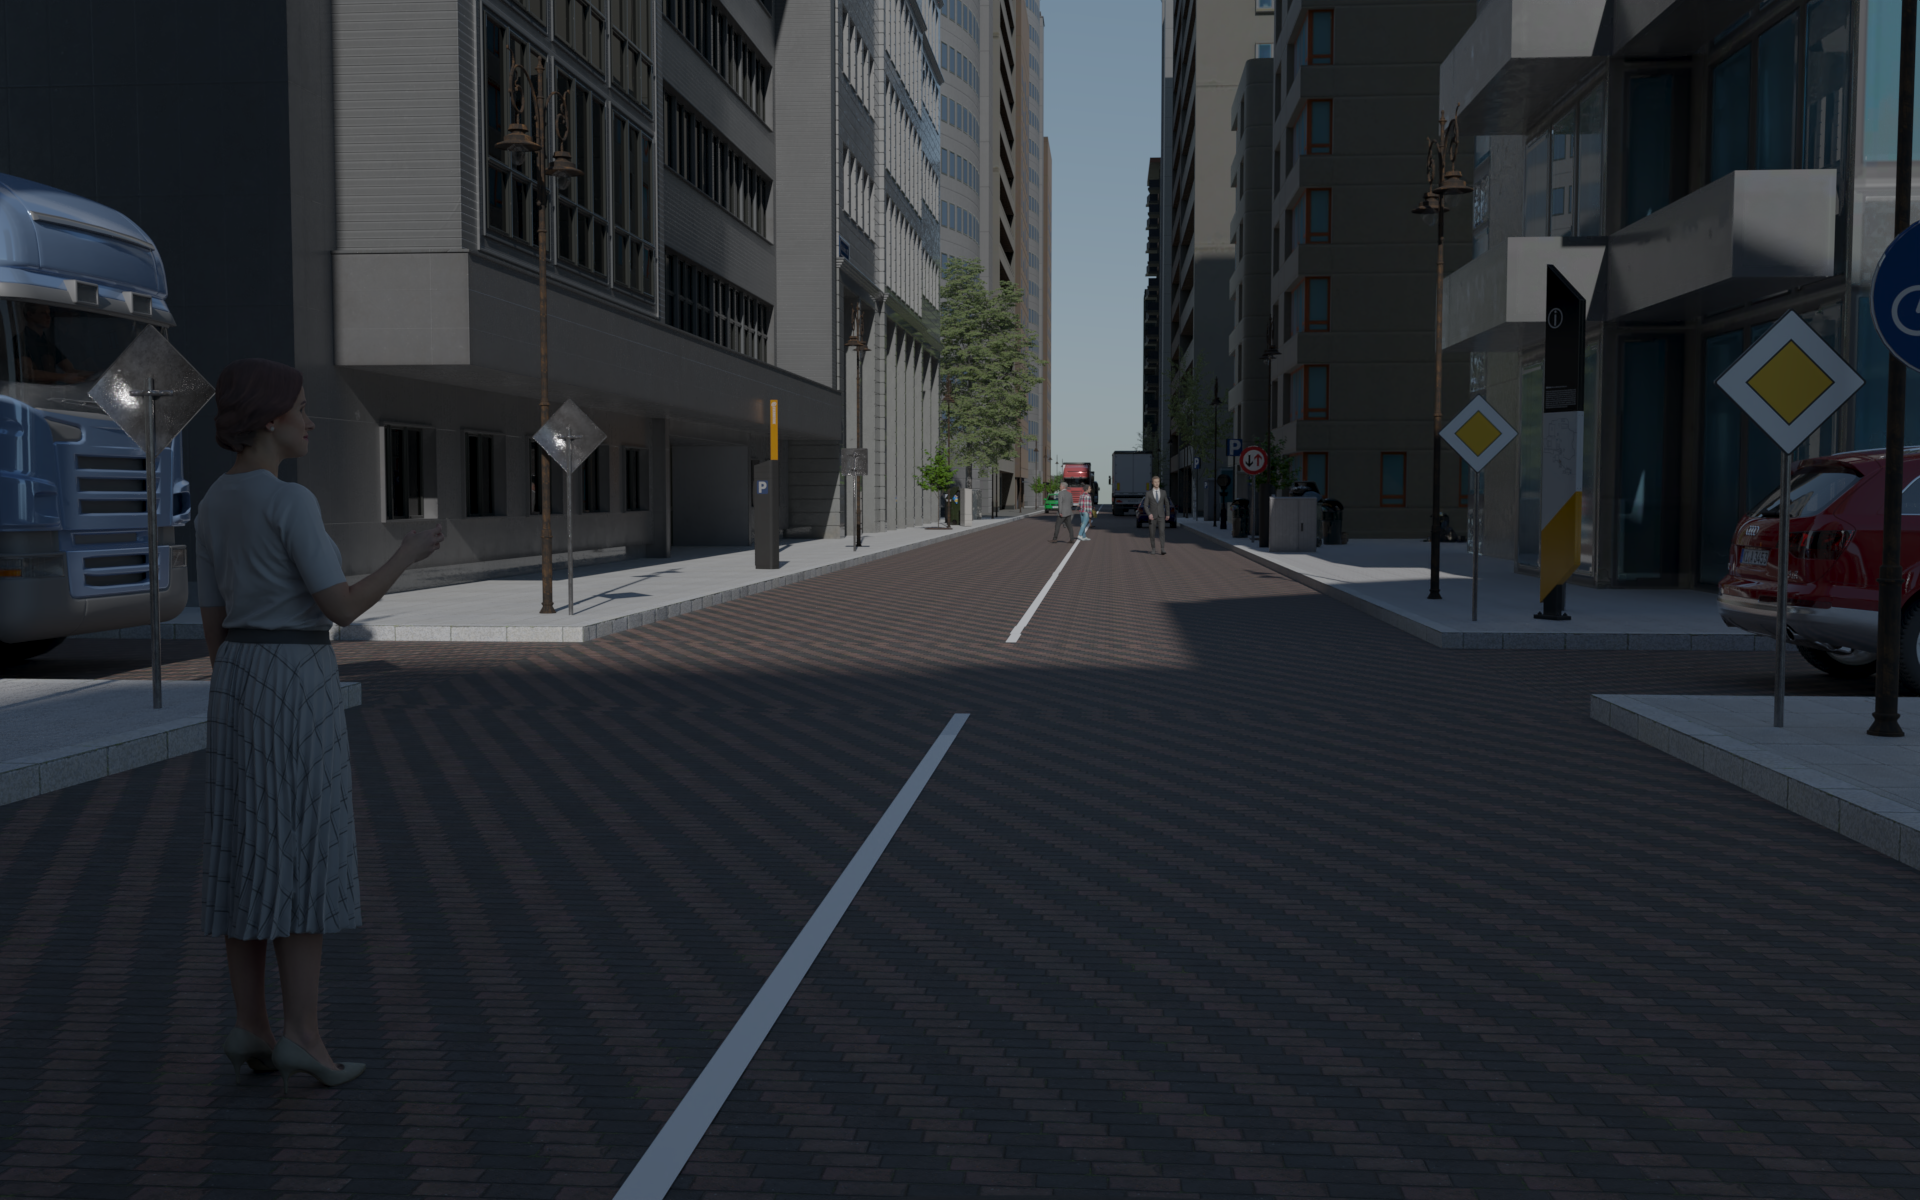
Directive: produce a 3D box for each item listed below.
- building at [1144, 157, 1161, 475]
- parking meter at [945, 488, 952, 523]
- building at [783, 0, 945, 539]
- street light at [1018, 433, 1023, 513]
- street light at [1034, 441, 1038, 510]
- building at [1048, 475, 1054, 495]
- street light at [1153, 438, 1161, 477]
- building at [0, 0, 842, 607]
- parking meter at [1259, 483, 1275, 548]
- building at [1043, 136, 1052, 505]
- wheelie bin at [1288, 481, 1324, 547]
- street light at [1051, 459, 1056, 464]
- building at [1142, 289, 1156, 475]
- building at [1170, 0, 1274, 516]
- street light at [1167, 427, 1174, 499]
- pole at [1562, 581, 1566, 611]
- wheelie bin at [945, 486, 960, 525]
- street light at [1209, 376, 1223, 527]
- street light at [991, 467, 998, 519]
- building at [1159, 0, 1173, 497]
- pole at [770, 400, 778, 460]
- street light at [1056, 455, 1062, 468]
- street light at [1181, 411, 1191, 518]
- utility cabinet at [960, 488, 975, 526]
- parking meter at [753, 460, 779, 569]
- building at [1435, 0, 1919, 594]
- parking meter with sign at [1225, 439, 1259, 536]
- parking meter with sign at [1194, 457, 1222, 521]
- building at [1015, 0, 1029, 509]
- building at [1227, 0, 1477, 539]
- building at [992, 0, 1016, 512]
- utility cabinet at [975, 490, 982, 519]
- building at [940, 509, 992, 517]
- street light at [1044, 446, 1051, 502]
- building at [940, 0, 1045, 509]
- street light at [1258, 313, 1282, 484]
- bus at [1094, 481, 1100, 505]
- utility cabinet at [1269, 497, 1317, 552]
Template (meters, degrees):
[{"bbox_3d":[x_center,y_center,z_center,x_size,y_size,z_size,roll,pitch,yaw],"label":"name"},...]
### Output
[{"bbox_3d":[34.797,-34.627,220.768,22.147,44.769,28.867,0,4,5],"label":"building"},{"bbox_3d":[-0.481,-4.132,75.977,0.372,1.533,0.369,0,3,0],"label":"parking meter"},{"bbox_3d":[-7.515,-17.495,63.543,11.434,29.767,29.804,0,4,5],"label":"building"},{"bbox_3d":[4.156,-8.935,118.879,0.468,5.910,1.993,0,4,5],"label":"street light"},{"bbox_3d":[6.267,-10.384,142.560,0.468,5.910,1.993,0,4,5],"label":"street light"},{"bbox_3d":[2.229,-48.399,229.571,20.563,71.187,20.611,0,4,5],"label":"building"},{"bbox_3d":[16.430,-10.434,143.388,0.468,5.910,1.993,0,4,5],"label":"street light"},{"bbox_3d":[-11.613,-13.150,34.065,14.314,24.678,30.058,0,4,5],"label":"building"},{"bbox_3d":[7.378,-2.029,41.587,0.372,1.533,0.369,0,3,0],"label":"parking meter"},{"bbox_3d":[4.092,-34.413,212.762,14.600,45.320,14.200,0,4,5],"label":"building"},{"bbox_3d":[8.342,-2.075,41.838,0.693,1.594,0.980,-3,5,-39],"label":"wheelie bin"},{"bbox_3d":[9.294,-12.550,177.976,0.468,5.910,1.993,0,4,5],"label":"street light"},{"bbox_3d":[32.648,-28.821,242.916,14.160,30.474,14.107,0,4,5],"label":"building"},{"bbox_3d":[26.632,-30.789,127.100,21.300,48.544,21.600,0,4,5],"label":"building"},{"bbox_3d":[14.545,-8.996,119.866,0.468,5.910,1.993,0,4,5],"label":"street light"},{"bbox_3d":[6.592,-1.539,19.009,0.158,3.312,0.155,0,3,0],"label":"pole"},{"bbox_3d":[-0.185,-3.881,71.360,0.693,1.594,0.980,-1,4,-23],"label":"wheelie bin"},{"bbox_3d":[10.039,-5.825,68.024,0.468,5.910,1.993,0,4,5],"label":"street light"},{"bbox_3d":[2.003,-7.459,94.745,0.468,5.910,1.993,0,4,5],"label":"street light"},{"bbox_3d":[32.734,-39.749,191.896,21.231,58.520,28.212,0,4,5],"label":"building"},{"bbox_3d":[-4.033,-2.678,37.633,0.158,3.312,0.155,0,3,0],"label":"pole"},{"bbox_3d":[11.291,-13.996,201.615,0.468,5.910,1.993,0,4,5],"label":"street light"},{"bbox_3d":[12.481,-7.550,96.237,0.468,5.910,1.993,0,4,5],"label":"street light"},{"bbox_3d":[0.256,-3.680,68.852,0.318,1.500,1.173,-1,4,-8],"label":"utility cabinet"},{"bbox_3d":[-3.310,-1.460,29.581,0.399,1.863,0.255,2,4,28],"label":"parking meter"},{"bbox_3d":[22.897,-24.816,25.351,30.456,49.044,23.786,0,4,5],"label":"building"},{"bbox_3d":[8.946,-3.528,53.949,0.543,3.016,1.738,-1,4,-21],"label":"parking meter with sign"},{"bbox_3d":[12.007,-5.265,82.341,1.738,3.016,0.543,-1,4,-21],"label":"parking meter with sign"},{"bbox_3d":[-1.244,-30.610,150.583,14.600,45.320,14.200,0,4,5],"label":"building"},{"bbox_3d":[24.667,-13.294,62.391,27.650,21.520,28.899,0,4,5],"label":"building"},{"bbox_3d":[-6.984,-31.112,132.389,21.300,48.544,21.600,0,4,5],"label":"building"},{"bbox_3d":[0.623,-4.798,87.122,0.318,1.500,1.173,-2,4,-34],"label":"utility cabinet"},{"bbox_3d":[-9.372,-34.577,107.338,21.231,58.520,28.212,0,4,5],"label":"building"},{"bbox_3d":[8.203,-11.832,166.242,0.468,5.910,1.993,0,4,5],"label":"street light"},{"bbox_3d":[-1.819,-39.732,191.623,21.231,58.520,28.212,0,4,5],"label":"building"},{"bbox_3d":[7.950,-4.387,44.519,0.468,5.910,1.993,0,4,5],"label":"street light"},{"bbox_3d":[17.816,-14.915,238.712,2.948,3.499,13.247,0,4,5],"label":"bus"},{"bbox_3d":[7.377,-1.665,38.378,1.020,1.237,0.306,0,4,8],"label":"utility cabinet"}]
